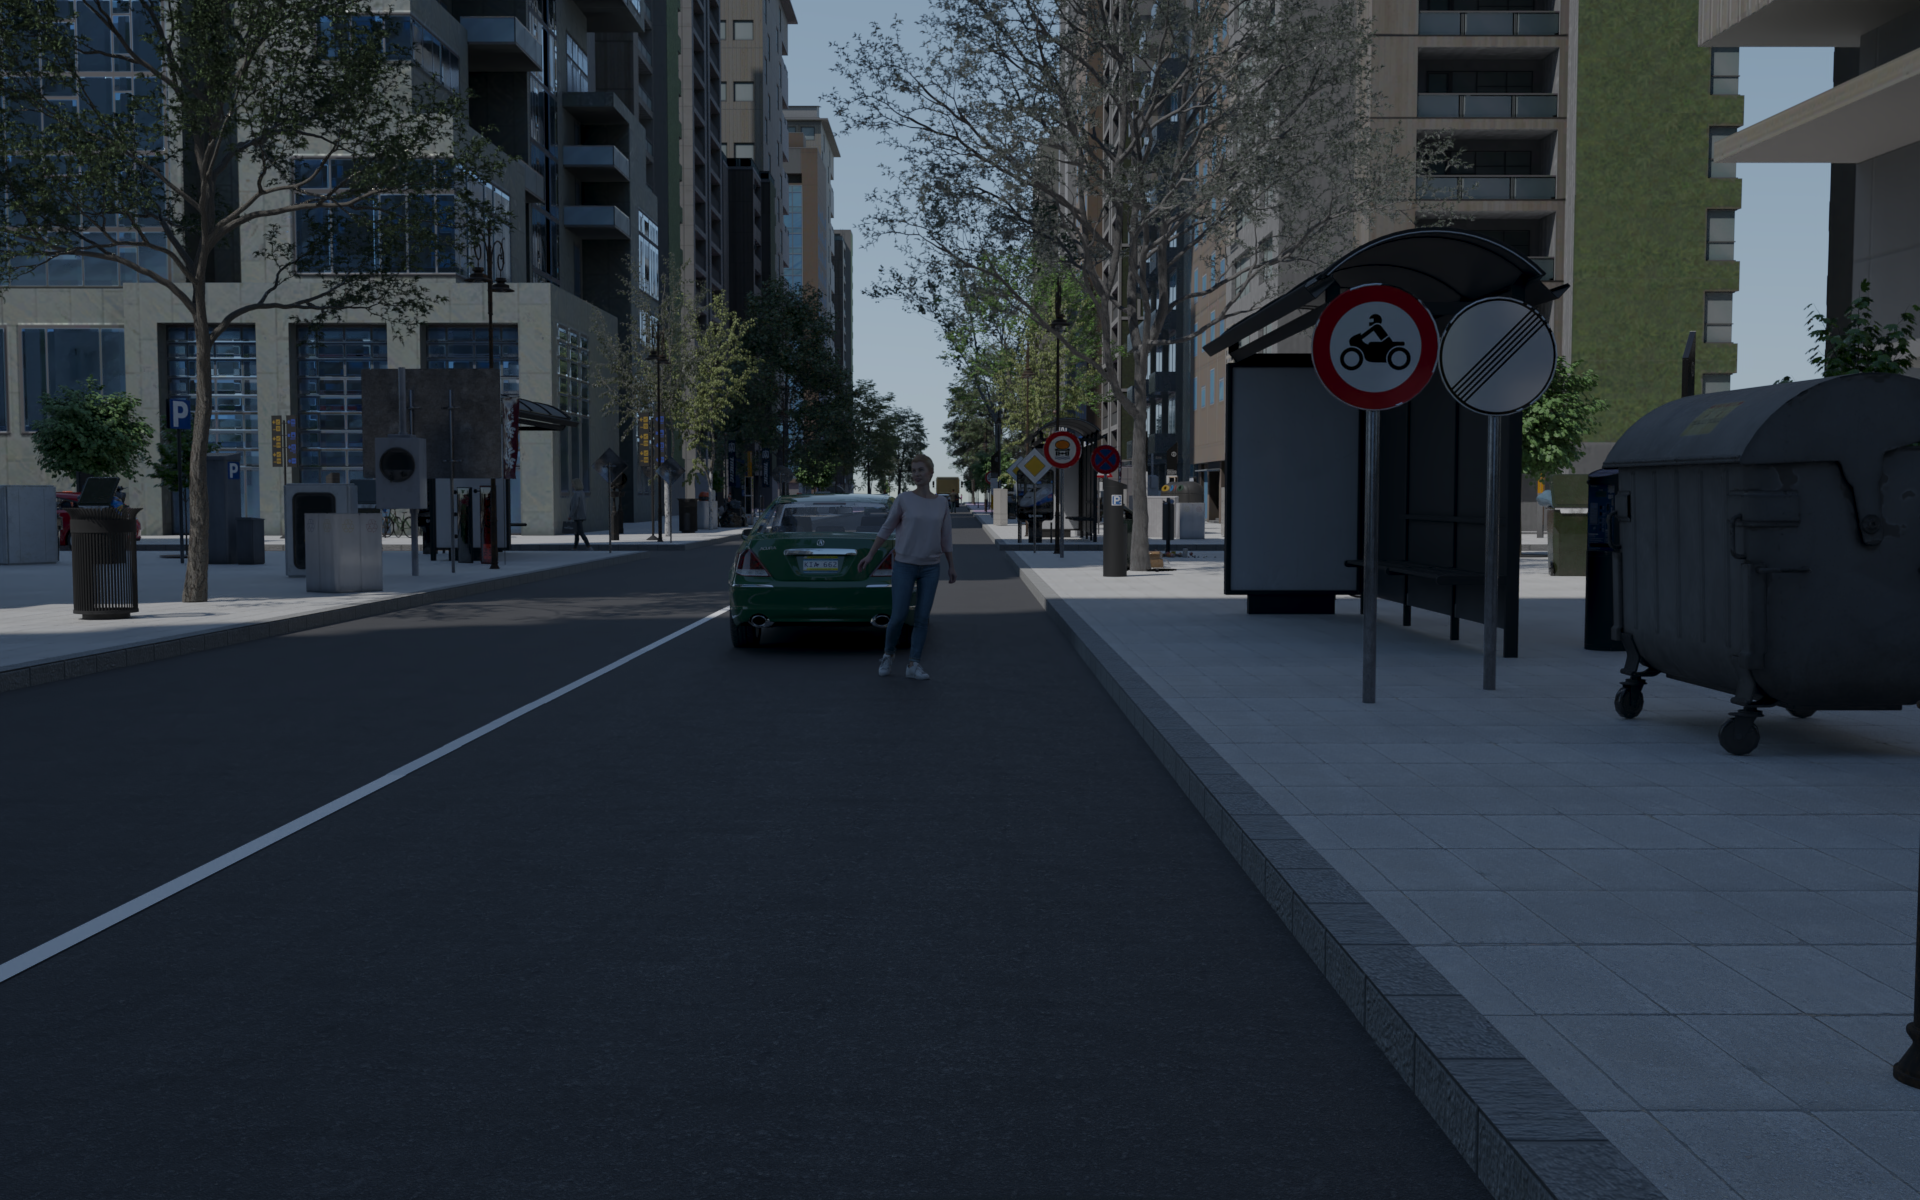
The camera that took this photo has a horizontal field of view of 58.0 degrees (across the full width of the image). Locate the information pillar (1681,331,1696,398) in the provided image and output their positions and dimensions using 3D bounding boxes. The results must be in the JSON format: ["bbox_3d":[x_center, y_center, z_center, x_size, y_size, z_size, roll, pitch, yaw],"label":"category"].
[{"bbox_3d":[10.414,-2.047,24.823,0.183,3.616,0.504,2,4,34],"label":"information pillar"}]

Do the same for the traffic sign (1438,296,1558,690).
[{"bbox_3d":[3.475,-0.684,11.290,0.768,2.556,0.104,0,4,1],"label":"traffic sign"}]

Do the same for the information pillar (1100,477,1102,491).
[{"bbox_3d":[9.786,-7.778,118.528,0.504,3.616,0.183,1,4,19],"label":"information pillar"}]

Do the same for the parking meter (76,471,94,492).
[{"bbox_3d":[-22.548,-2.385,44.701,0.399,1.863,0.255,-3,5,-45],"label":"parking meter"}]

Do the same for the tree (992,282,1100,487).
[{"bbox_3d":[2.878,-6.764,60.960,4.737,8.622,4.395,0,3,0],"label":"tree"}]

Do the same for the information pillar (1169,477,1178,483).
[{"bbox_3d":[8.980,-4.190,72.995,0.304,2.012,0.304,2,4,30],"label":"information pillar"}]

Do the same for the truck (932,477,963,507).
[{"bbox_3d":[-1.352,-11.942,191.181,3.469,3.379,9.791,0,4,-1],"label":"truck"}]

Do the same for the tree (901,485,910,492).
[{"bbox_3d":[-8.753,-17.339,278.094,1.663,3.219,1.824,0,3,0],"label":"tree"}]

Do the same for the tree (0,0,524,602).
[{"bbox_3d":[-8.773,-5.259,20.396,7.601,10.594,8.767,-2,4,-27],"label":"tree"}]

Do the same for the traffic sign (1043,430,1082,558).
[{"bbox_3d":[2.053,-2.121,34.791,0.768,2.556,0.104,0,4,2],"label":"traffic sign"}]

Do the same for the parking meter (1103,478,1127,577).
[{"bbox_3d":[2.409,-1.130,26.880,0.372,1.533,0.369,0,3,0],"label":"parking meter"}]

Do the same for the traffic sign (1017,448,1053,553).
[{"bbox_3d":[1.615,-2.070,37.488,0.795,2.450,0.064,0,3,0],"label":"traffic sign"}]

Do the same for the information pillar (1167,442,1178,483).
[{"bbox_3d":[9.516,-5.278,77.647,0.504,3.616,0.183,1,4,19],"label":"information pillar"}]

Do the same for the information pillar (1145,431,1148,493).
[{"bbox_3d":[6.902,-4.471,64.450,0.183,3.616,0.504,0,4,-3],"label":"information pillar"}]

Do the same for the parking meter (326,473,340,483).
[{"bbox_3d":[-17.122,-2.545,47.327,0.255,1.863,0.399,-3,5,-43],"label":"parking meter"}]

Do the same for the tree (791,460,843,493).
[{"bbox_3d":[-8.467,-7.237,102.045,4.285,4.588,4.351,0,3,0],"label":"tree"}]

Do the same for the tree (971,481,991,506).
[{"bbox_3d":[2.668,-12.138,193.054,1.663,3.219,1.824,0,3,0],"label":"tree"}]

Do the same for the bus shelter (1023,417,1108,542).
[{"bbox_3d":[2.876,-3.334,48.427,2.014,3.302,5.546,0,3,0],"label":"bus shelter"}]

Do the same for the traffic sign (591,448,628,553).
[{"bbox_3d":[-7.579,-2.070,37.489,0.795,2.450,0.064,0,3,0],"label":"traffic sign"}]

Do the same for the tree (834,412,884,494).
[{"bbox_3d":[-9.341,-11.812,143.485,4.737,8.622,4.395,0,3,0],"label":"tree"}]

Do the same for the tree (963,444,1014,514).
[{"bbox_3d":[2.221,-7.856,112.165,4.285,4.588,4.351,0,3,0],"label":"tree"}]

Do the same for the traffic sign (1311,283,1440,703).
[{"bbox_3d":[2.515,-0.640,10.572,0.768,2.556,0.104,0,4,5],"label":"traffic sign"}]

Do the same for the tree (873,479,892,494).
[{"bbox_3d":[-8.516,-11.677,185.527,1.663,3.219,1.824,0,3,0],"label":"tree"}]

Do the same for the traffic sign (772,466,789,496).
[{"bbox_3d":[-8.028,-4.727,77.385,0.768,2.556,0.104,0,4,6],"label":"traffic sign"}]

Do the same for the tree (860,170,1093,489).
[{"bbox_3d":[0.958,-15.031,101.650,12.611,20.169,13.585,0,3,0],"label":"tree"}]

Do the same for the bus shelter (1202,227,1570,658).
[{"bbox_3d":[3.606,-1.345,15.920,2.014,3.302,5.546,0,3,0],"label":"bus shelter"}]

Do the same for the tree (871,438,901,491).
[{"bbox_3d":[-9.152,-15.874,209.895,4.360,8.622,3.978,0,3,0],"label":"tree"}]

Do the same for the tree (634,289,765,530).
[{"bbox_3d":[-9.134,-6.803,61.587,4.737,8.622,4.395,0,3,0],"label":"tree"}]

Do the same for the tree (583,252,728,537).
[{"bbox_3d":[-9.061,-6.214,51.968,4.360,8.622,3.978,0,3,0],"label":"tree"}]

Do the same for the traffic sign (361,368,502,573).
[{"bbox_3d":[-8.576,-2.095,28.122,2.265,3.308,0.079,0,4,1],"label":"traffic sign"}]

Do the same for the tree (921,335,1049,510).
[{"bbox_3d":[2.669,-14.145,137.921,9.857,13.997,8.962,0,3,0],"label":"tree"}]

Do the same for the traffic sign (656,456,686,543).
[{"bbox_3d":[-7.596,-2.559,45.474,0.795,2.450,0.064,0,3,0],"label":"traffic sign"}]

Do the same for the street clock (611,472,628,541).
[{"bbox_3d":[-9.533,-2.641,47.753,0.471,2.002,0.358,3,5,44],"label":"street clock"}]

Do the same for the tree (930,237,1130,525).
[{"bbox_3d":[2.940,-8.904,71.338,9.928,11.665,9.643,0,3,0],"label":"tree"}]

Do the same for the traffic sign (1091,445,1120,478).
[{"bbox_3d":[3.752,-2.727,44.696,0.768,2.556,0.104,0,4,7],"label":"traffic sign"}]

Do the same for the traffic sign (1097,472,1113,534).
[{"bbox_3d":[4.425,-3.380,55.259,0.884,2.594,0.081,0,4,4],"label":"traffic sign"}]

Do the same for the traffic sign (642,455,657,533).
[{"bbox_3d":[-10.087,-3.474,56.912,0.768,2.556,0.104,0,4,5],"label":"traffic sign"}]

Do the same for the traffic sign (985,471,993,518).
[{"bbox_3d":[1.732,-5.716,93.558,0.768,2.556,0.104,0,4,5],"label":"traffic sign"}]

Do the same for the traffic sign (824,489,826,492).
[{"bbox_3d":[-9.358,-7.337,120.058,0.768,2.556,0.104,0,4,5],"label":"traffic sign"}]

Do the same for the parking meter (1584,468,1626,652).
[{"bbox_3d":[5.347,-0.357,14.243,0.372,1.533,0.369,0,3,0],"label":"parking meter"}]

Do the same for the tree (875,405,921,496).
[{"bbox_3d":[-8.548,-20.760,246.084,9.857,13.997,8.962,0,3,0],"label":"tree"}]

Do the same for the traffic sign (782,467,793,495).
[{"bbox_3d":[-8.276,-5.012,82.049,0.768,2.556,0.104,0,4,2],"label":"traffic sign"}]

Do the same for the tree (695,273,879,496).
[{"bbox_3d":[-8.992,-10.570,89.825,9.611,12.733,9.660,0,3,0],"label":"tree"}]

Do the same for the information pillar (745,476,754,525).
[{"bbox_3d":[-8.711,-4.102,71.562,0.304,2.012,0.304,0,4,6],"label":"information pillar"}]

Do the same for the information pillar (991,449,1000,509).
[{"bbox_3d":[1.836,-5.996,89.392,0.504,3.616,0.183,0,4,-3],"label":"information pillar"}]

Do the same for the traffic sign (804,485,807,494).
[{"bbox_3d":[-9.852,-6.771,110.811,0.768,2.556,0.104,0,4,8],"label":"traffic sign"}]

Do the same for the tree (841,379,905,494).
[{"bbox_3d":[-9.174,-15.460,170.896,7.486,12.596,7.792,0,3,0],"label":"tree"}]

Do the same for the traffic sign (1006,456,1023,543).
[{"bbox_3d":[1.599,-2.558,45.473,0.795,2.450,0.064,0,3,0],"label":"traffic sign"}]

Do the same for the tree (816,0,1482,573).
[{"bbox_3d":[2.887,-7.221,28.427,12.009,13.543,11.850,0,3,0],"label":"tree"}]

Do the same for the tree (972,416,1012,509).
[{"bbox_3d":[2.935,-13.609,172.864,4.360,8.622,3.978,0,3,0],"label":"tree"}]

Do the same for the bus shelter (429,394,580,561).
[{"bbox_3d":[-9.416,-2.552,35.651,2.014,3.302,5.546,0,4,0],"label":"bus shelter"}]

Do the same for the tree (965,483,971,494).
[{"bbox_3d":[1.522,-15.554,248.901,1.663,3.219,1.824,0,3,0],"label":"tree"}]
